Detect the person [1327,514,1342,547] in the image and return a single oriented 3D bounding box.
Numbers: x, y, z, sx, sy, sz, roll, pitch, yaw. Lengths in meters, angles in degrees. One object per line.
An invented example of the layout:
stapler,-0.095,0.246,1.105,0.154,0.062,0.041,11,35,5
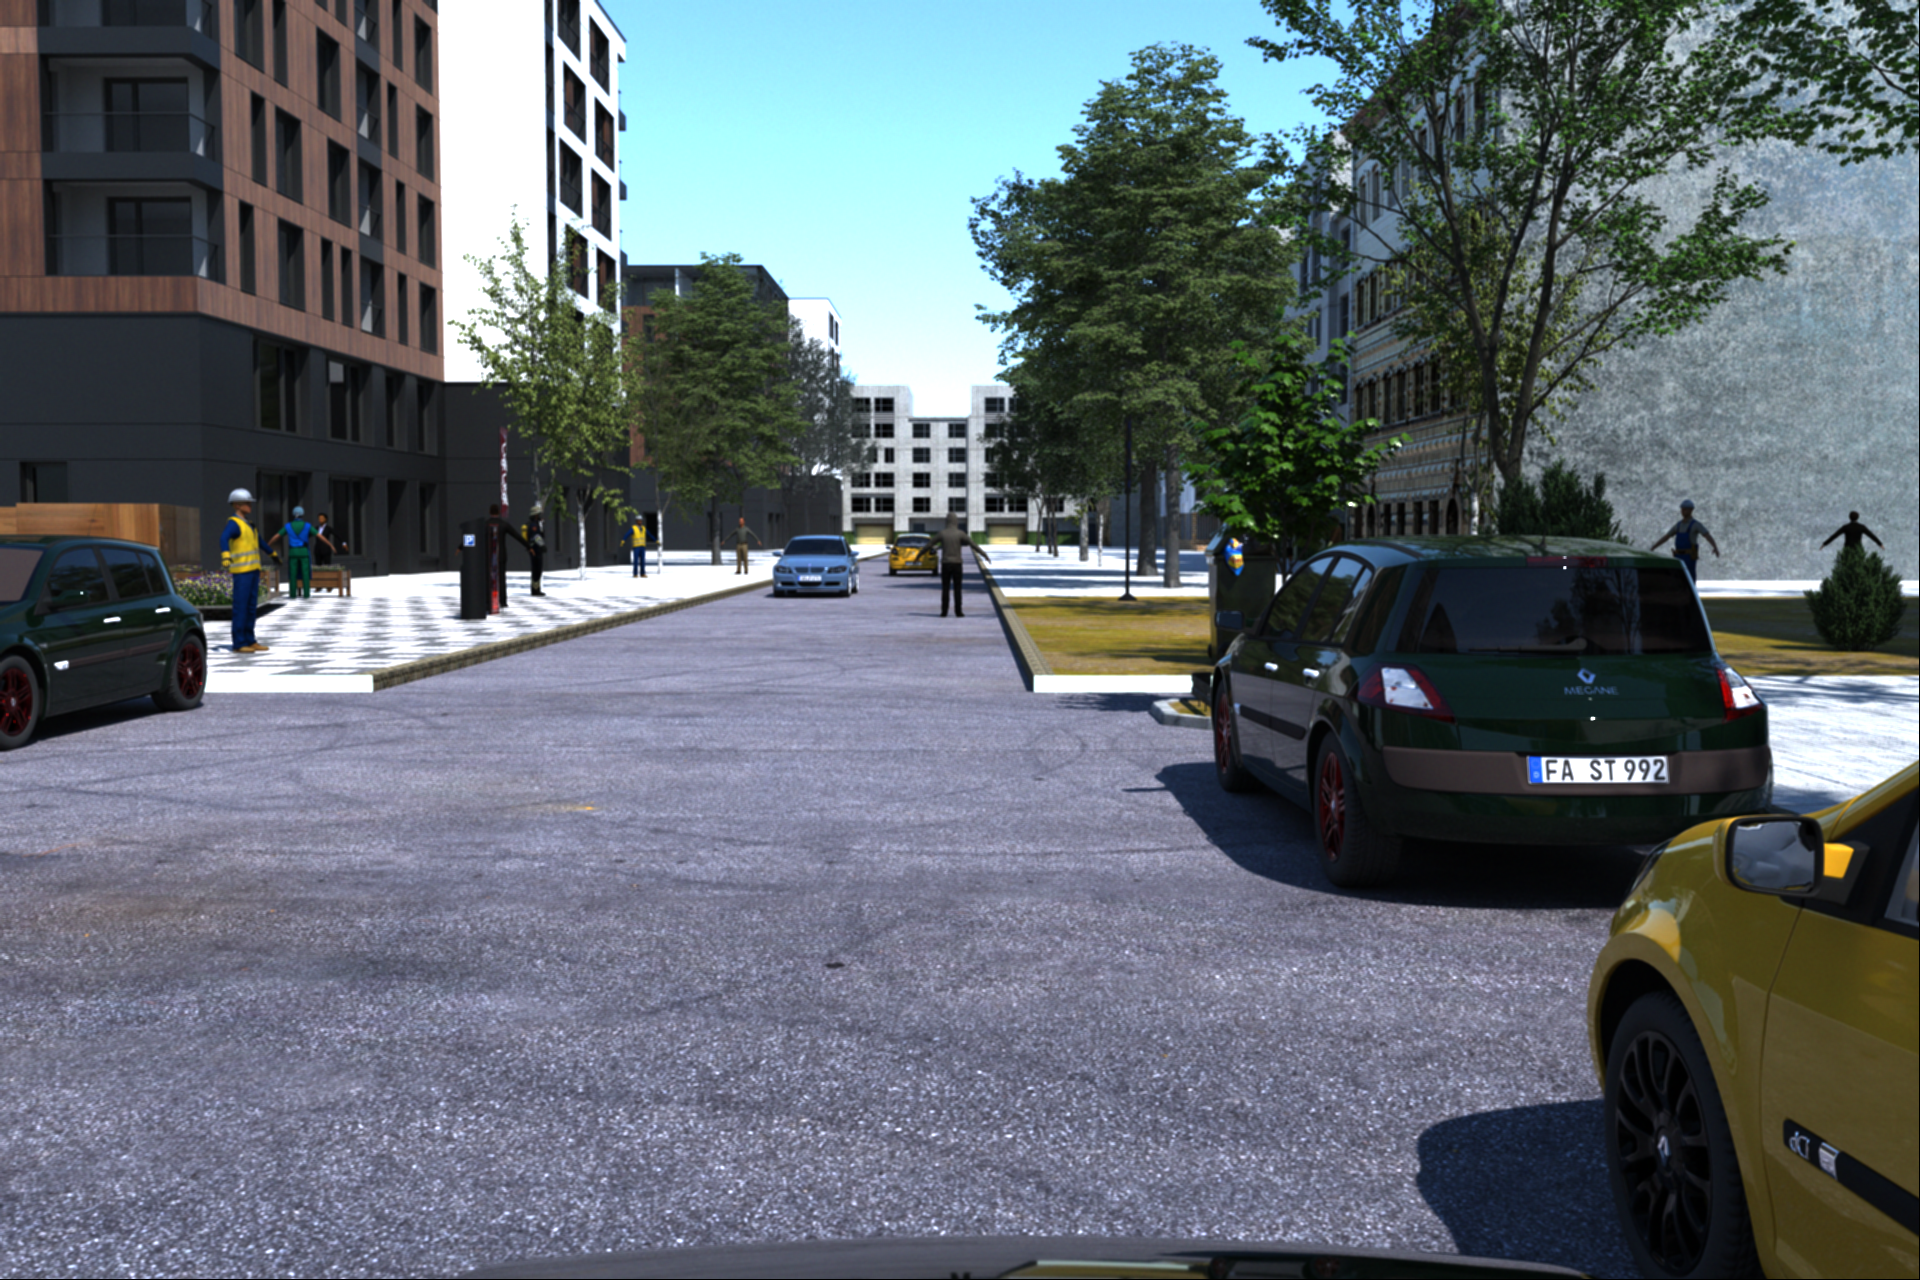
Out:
person,10.036,-2.468,46.485,0.704,1.812,1.346,1,4,17

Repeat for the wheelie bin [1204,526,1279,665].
wheelie bin,2.775,-0.557,17.010,0.693,1.594,0.980,0,3,0

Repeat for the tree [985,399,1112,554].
tree,5.806,-10.779,110.649,8.767,10.594,7.601,0,4,2

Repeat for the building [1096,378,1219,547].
building,24.375,-21.504,182.525,19.493,23.208,18.063,0,4,0

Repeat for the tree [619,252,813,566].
tree,-9.797,-9.264,69.596,7.486,12.596,7.792,0,3,0

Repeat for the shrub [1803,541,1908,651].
shrub,9.840,-0.484,19.033,1.383,1.207,1.383,0,3,0

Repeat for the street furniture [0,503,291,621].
street furniture,-13.729,-1.314,28.344,9.812,1.723,11.010,-1,4,-17

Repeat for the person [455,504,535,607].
person,-8.129,-1.472,30.298,1.346,1.802,0.704,-1,4,-15

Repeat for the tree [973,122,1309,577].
tree,5.585,-8.907,52.284,9.857,13.997,8.962,0,3,0

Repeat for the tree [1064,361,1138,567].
tree,5.573,-7.191,67.943,4.737,8.622,4.395,0,3,0

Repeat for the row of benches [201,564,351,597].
row of benches,-14.411,-1.210,35.254,4.104,0.672,1.422,0,4,-4

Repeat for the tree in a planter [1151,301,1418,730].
tree in a planter,2.517,-0.988,13.379,1.991,3.239,1.994,0,4,0

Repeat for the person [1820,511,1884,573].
person,20.549,-2.061,39.878,1.347,1.806,0.705,1,4,17

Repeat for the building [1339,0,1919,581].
building,23.851,-13.761,55.918,19.493,23.208,18.063,0,4,0

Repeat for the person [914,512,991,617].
person,-0.140,-1.303,29.887,1.348,1.813,0.705,0,4,5

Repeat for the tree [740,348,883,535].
tree,-10.033,-12.441,113.785,12.009,13.543,11.850,0,3,0

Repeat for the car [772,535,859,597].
car,-3.342,-1.754,40.680,2.014,1.417,4.499,0,4,0

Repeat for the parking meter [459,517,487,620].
parking meter,-7.303,-1.074,25.966,0.372,1.533,0.369,0,3,0

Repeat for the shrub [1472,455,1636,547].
shrub,5.937,-0.818,17.410,1.661,2.075,1.752,0,3,0

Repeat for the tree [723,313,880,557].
tree,-9.759,-11.411,96.936,12.009,13.543,11.850,0,3,0

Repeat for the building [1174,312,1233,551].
building,22.850,-17.573,143.734,16.016,20.090,11.380,0,4,0

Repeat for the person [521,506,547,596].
person,-8.765,-1.845,35.950,0.705,1.856,1.354,-1,4,-20

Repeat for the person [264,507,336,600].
person,-12.927,-1.699,33.898,1.347,1.817,0.704,-1,4,-13

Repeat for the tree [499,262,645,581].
tree,-10.286,-5.900,46.834,4.737,8.622,4.395,0,3,0

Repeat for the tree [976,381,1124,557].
tree,5.295,-9.899,96.261,8.767,10.594,7.601,-1,4,-10

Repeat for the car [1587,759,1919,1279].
car,2.135,0.502,2.024,2.015,1.641,3.980,0,4,0

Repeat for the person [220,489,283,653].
person,-7.704,-0.756,18.829,0.721,1.772,1.216,0,4,5

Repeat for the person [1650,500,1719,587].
person,11.950,-1.388,28.544,0.705,1.847,1.347,-2,4,-31

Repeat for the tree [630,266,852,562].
tree,-10.058,-10.363,79.800,12.009,13.543,11.850,0,3,0

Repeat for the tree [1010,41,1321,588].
tree,4.637,-7.513,40.970,7.486,12.596,7.792,0,3,0

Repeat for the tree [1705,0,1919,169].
tree,8.571,-5.234,11.327,9.928,11.665,9.643,0,3,0

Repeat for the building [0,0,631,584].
building,-27.914,-12.972,56.067,27.936,21.610,32.646,0,4,1

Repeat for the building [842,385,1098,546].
building,1.347,-20.976,211.880,31.486,18.905,16.747,0,4,1

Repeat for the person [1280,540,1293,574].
person,10.459,-3.008,55.332,1.345,1.843,0.704,0,4,4

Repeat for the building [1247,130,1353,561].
building,24.634,-13.342,84.592,16.747,18.905,31.486,0,4,0

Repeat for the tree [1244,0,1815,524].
tree,7.850,-6.051,24.682,9.928,11.665,9.643,0,3,0

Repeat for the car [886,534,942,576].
car,-1.599,-3.067,60.363,2.015,1.641,3.980,0,4,-1

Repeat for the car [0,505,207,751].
car,-7.101,-0.177,12.688,2.009,1.686,4.222,0,4,1

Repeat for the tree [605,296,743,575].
tree,-9.716,-6.377,54.626,4.360,8.622,3.978,0,3,0

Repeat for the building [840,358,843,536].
building,-27.544,-20.918,185.976,27.936,21.610,32.646,0,4,0

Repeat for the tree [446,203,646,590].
tree,-9.417,-5.456,39.573,4.737,8.622,4.395,0,3,0

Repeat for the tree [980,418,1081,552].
tree,5.542,-11.417,121.076,8.767,10.594,7.601,-1,4,-19

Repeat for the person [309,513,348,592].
person,-14.005,-1.912,37.988,1.216,1.740,0.721,0,4,5

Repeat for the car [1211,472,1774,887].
car,2.326,0.083,8.434,2.009,1.686,4.222,0,4,-1

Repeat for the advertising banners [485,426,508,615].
advertising banners,-7.430,-1.914,27.487,0.090,3.025,2.074,0,4,1

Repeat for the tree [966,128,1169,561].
tree,7.035,-13.713,80.098,12.611,20.169,13.585,0,3,0

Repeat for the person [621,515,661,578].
person,-9.426,-2.751,50.950,1.349,1.833,0.705,-3,5,-41

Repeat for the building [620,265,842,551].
building,-25.340,-18.598,148.051,27.936,21.610,32.646,0,4,1

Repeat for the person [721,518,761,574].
person,-6.969,-3.000,55.319,1.348,1.796,0.705,1,4,11

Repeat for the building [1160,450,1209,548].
building,24.302,-18.817,164.070,16.016,20.090,11.380,0,4,1

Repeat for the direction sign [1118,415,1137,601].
direction sign,3.232,-2.528,33.337,0.379,3.537,0.876,0,4,-1

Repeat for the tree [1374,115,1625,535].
tree,9.594,-4.955,31.375,4.737,8.622,4.395,0,3,0
